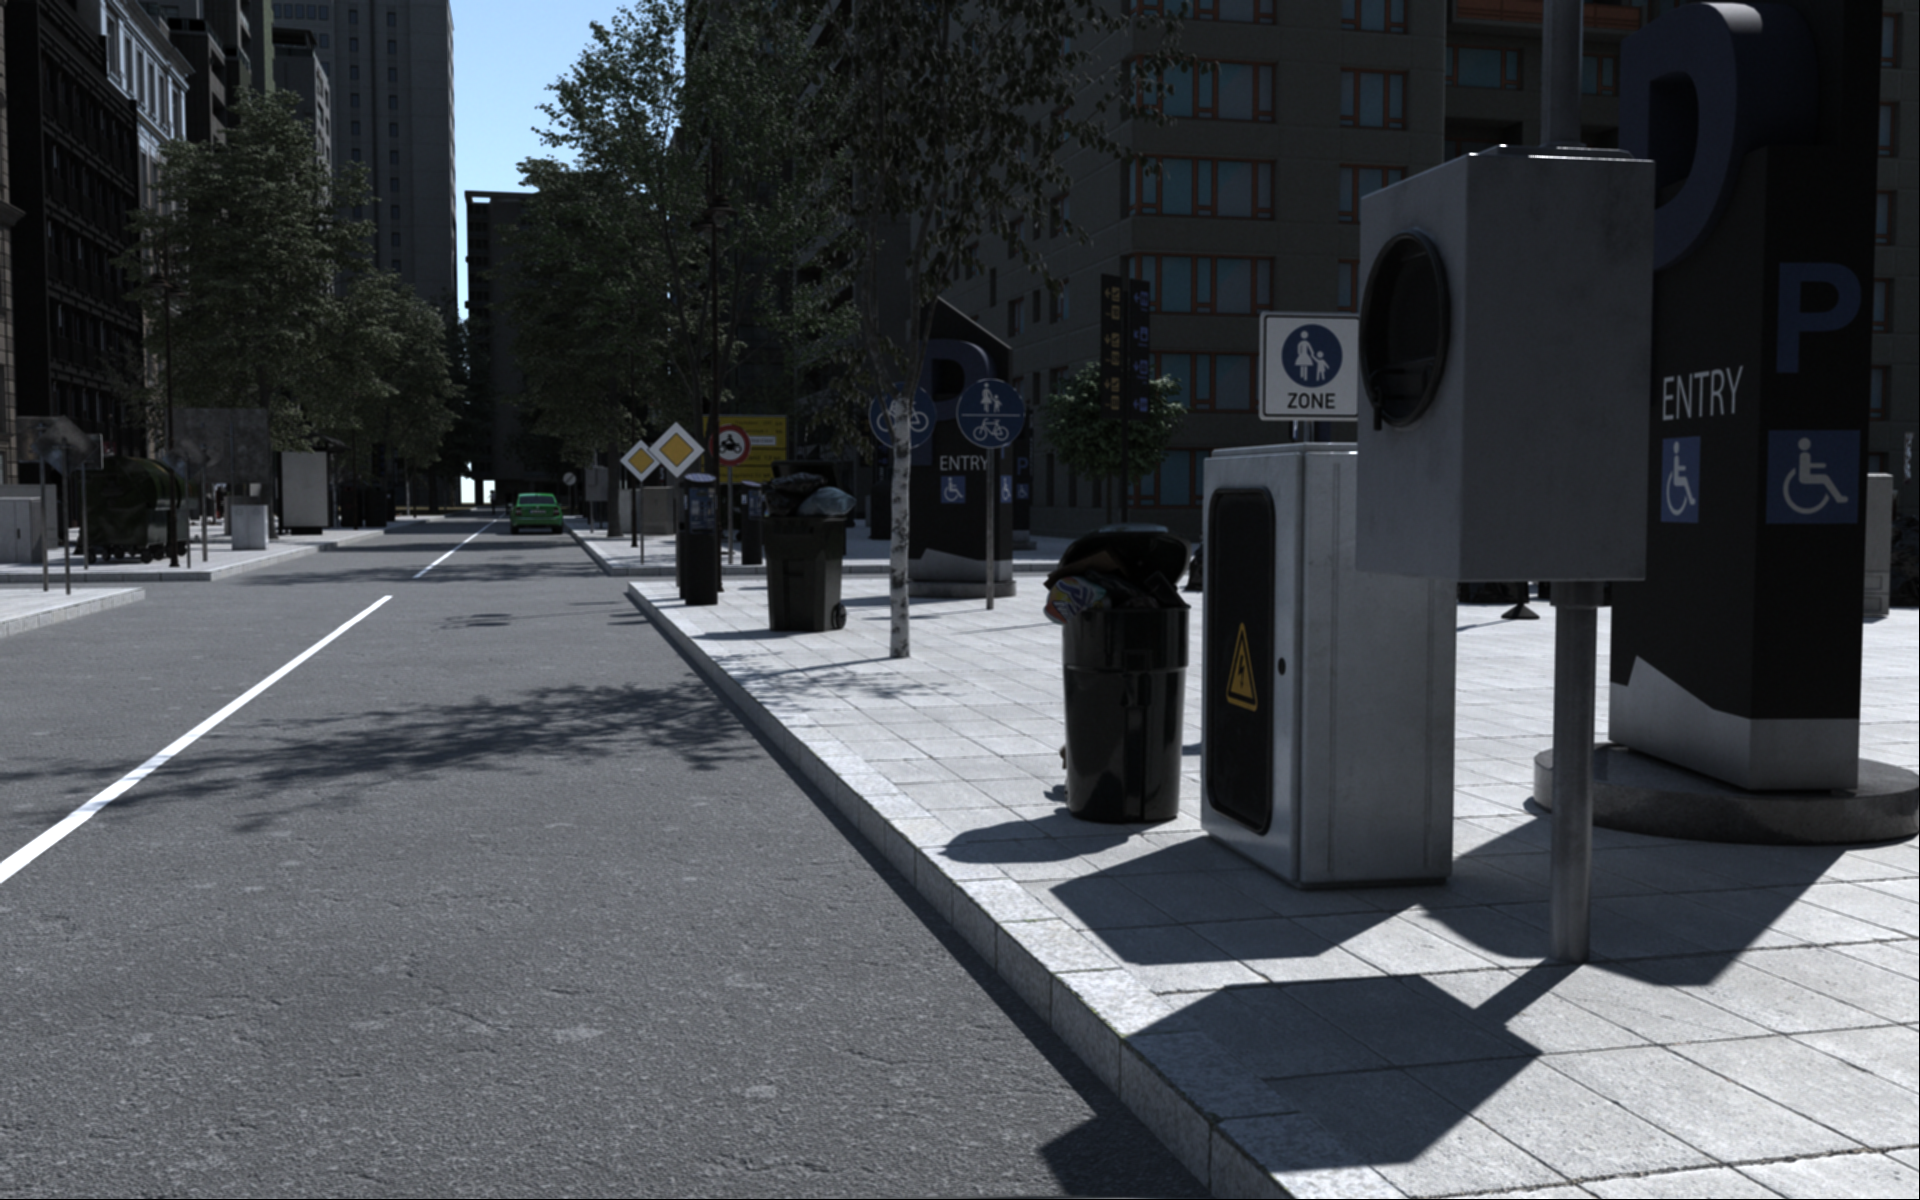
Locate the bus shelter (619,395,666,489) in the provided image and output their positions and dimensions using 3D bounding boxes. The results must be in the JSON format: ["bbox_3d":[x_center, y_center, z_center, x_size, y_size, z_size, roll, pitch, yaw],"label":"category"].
[{"bbox_3d":[-12.376,-5.509,67.704,2.179,5.291,8.768,-1,4,-14],"label":"bus shelter"}]

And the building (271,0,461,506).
[{"bbox_3d":[-72.698,-40.223,199.637,28.212,58.520,21.231,-1,4,-14],"label":"building"}]

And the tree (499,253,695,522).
[{"bbox_3d":[-16.339,-9.962,79.886,9.611,12.733,9.660,0,3,0],"label":"tree"}]

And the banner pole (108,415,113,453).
[{"bbox_3d":[-26.650,-3.941,54.450,0.401,3.779,0.863,-2,4,-30],"label":"banner pole"}]

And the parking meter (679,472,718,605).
[{"bbox_3d":[-3.003,-0.713,20.072,0.372,1.533,0.369,0,3,0],"label":"parking meter"}]

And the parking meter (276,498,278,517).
[{"bbox_3d":[-38.038,-5.410,96.866,0.372,1.533,0.369,0,3,0],"label":"parking meter"}]

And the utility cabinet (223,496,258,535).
[{"bbox_3d":[-22.838,-2.683,55.032,0.306,1.237,1.020,3,4,39],"label":"utility cabinet"}]

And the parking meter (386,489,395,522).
[{"bbox_3d":[-26.591,-4.432,80.867,0.372,1.533,0.369,0,3,0],"label":"parking meter"}]

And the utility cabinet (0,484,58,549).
[{"bbox_3d":[-21.300,-1.888,39.551,1.173,1.500,0.318,-3,5,-41],"label":"utility cabinet"}]

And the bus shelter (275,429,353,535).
[{"bbox_3d":[-21.273,-3.854,56.938,2.014,3.302,5.546,-1,4,-14],"label":"bus shelter"}]

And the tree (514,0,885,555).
[{"bbox_3d":[-5.347,-6.764,36.352,9.928,11.665,9.643,0,3,0],"label":"tree"}]

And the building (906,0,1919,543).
[{"bbox_3d":[15.127,-13.206,60.952,28.899,21.520,27.650,-1,4,-14],"label":"building"}]

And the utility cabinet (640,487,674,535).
[{"bbox_3d":[-9.337,-2.731,53.335,1.173,1.500,0.318,3,4,36],"label":"utility cabinet"}]

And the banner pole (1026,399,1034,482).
[{"bbox_3d":[1.824,-3.381,45.291,0.401,3.779,0.863,-1,4,-10],"label":"banner pole"}]

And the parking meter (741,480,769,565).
[{"bbox_3d":[-3.781,-1.409,31.447,0.372,1.533,0.369,0,3,0],"label":"parking meter"}]

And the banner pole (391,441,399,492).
[{"bbox_3d":[-26.720,-5.620,81.905,0.401,3.779,0.863,0,4,5],"label":"banner pole"}]

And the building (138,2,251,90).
[{"bbox_3d":[-51.214,-20.383,104.966,14.160,30.474,14.107,-1,4,-14],"label":"building"}]

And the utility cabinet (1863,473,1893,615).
[{"bbox_3d":[9.147,-0.587,18.283,1.173,1.500,0.318,1,4,15],"label":"utility cabinet"}]

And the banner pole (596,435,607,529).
[{"bbox_3d":[-13.152,-4.455,62.856,0.401,3.779,0.863,1,4,13],"label":"banner pole"}]

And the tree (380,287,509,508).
[{"bbox_3d":[-48.219,-18.645,160.733,12.611,20.169,13.585,0,3,0],"label":"tree"}]

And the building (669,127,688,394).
[{"bbox_3d":[-27.282,-34.121,207.983,14.200,45.320,14.600,-1,4,-14],"label":"building"}]

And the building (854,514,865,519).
[{"bbox_3d":[2.574,-29.088,99.283,21.300,48.544,21.600,-1,4,-14],"label":"building"}]

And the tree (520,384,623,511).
[{"bbox_3d":[-28.916,-13.789,132.110,9.857,13.997,8.962,0,3,0],"label":"tree"}]

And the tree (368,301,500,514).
[{"bbox_3d":[-34.708,-12.677,113.928,9.857,13.997,8.962,0,3,0],"label":"tree"}]

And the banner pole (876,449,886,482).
[{"bbox_3d":[-4.020,-5.835,85.421,0.863,3.779,0.401,1,4,12],"label":"banner pole"}]

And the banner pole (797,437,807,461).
[{"bbox_3d":[-6.927,-5.271,76.204,0.401,3.779,0.863,-3,5,-44],"label":"banner pole"}]

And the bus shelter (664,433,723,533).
[{"bbox_3d":[-9.209,-4.018,59.611,2.014,3.302,5.546,-1,4,-14],"label":"bus shelter"}]

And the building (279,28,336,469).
[{"bbox_3d":[-63.442,-28.773,154.040,14.086,41.232,14.154,-1,4,-14],"label":"building"}]

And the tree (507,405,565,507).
[{"bbox_3d":[-40.963,-16.250,176.057,12.009,13.543,11.850,0,3,0],"label":"tree"}]

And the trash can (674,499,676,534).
[{"bbox_3d":[-9.355,-2.685,55.549,0.748,1.137,0.748,0,3,0],"label":"trash can"}]

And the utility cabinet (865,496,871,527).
[{"bbox_3d":[-3.165,-3.430,67.244,1.020,1.237,0.306,2,4,23],"label":"utility cabinet"}]

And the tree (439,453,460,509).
[{"bbox_3d":[-43.042,-11.856,144.210,4.737,8.622,4.395,0,3,0],"label":"tree"}]

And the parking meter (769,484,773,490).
[{"bbox_3d":[-4.891,-2.154,43.637,0.372,1.533,0.369,0,3,0],"label":"parking meter"}]

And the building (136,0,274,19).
[{"bbox_3d":[-54.988,-26.588,118.307,14.154,41.232,14.086,-1,4,-14],"label":"building"}]

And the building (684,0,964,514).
[{"bbox_3d":[-10.662,-31.656,141.273,21.300,48.544,21.600,-1,4,-14],"label":"building"}]

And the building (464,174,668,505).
[{"bbox_3d":[-47.857,-31.801,211.820,23.993,40.220,32.217,-1,4,-14],"label":"building"}]

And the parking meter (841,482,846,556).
[{"bbox_3d":[-2.571,-1.701,36.216,0.372,1.533,0.369,0,3,0],"label":"parking meter"}]

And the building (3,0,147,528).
[{"bbox_3d":[-40.290,-14.544,67.464,12.332,23.373,15.834,-1,4,-14],"label":"building"}]

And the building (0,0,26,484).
[{"bbox_3d":[-35.752,-15.298,47.388,12.463,27.353,25.104,-1,4,-14],"label":"building"}]

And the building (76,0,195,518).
[{"bbox_3d":[-46.060,-18.258,84.424,13.634,28.700,20.117,-1,4,-14],"label":"building"}]

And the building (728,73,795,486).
[{"bbox_3d":[-9.681,-21.530,123.713,14.160,30.474,14.107,-1,4,-14],"label":"building"}]

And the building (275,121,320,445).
[{"bbox_3d":[-57.593,-22.088,132.844,14.160,30.474,14.107,-1,4,-14],"label":"building"}]

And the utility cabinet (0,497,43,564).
[{"bbox_3d":[-17.497,-1.284,32.149,1.020,1.237,0.306,1,4,22],"label":"utility cabinet"}]
